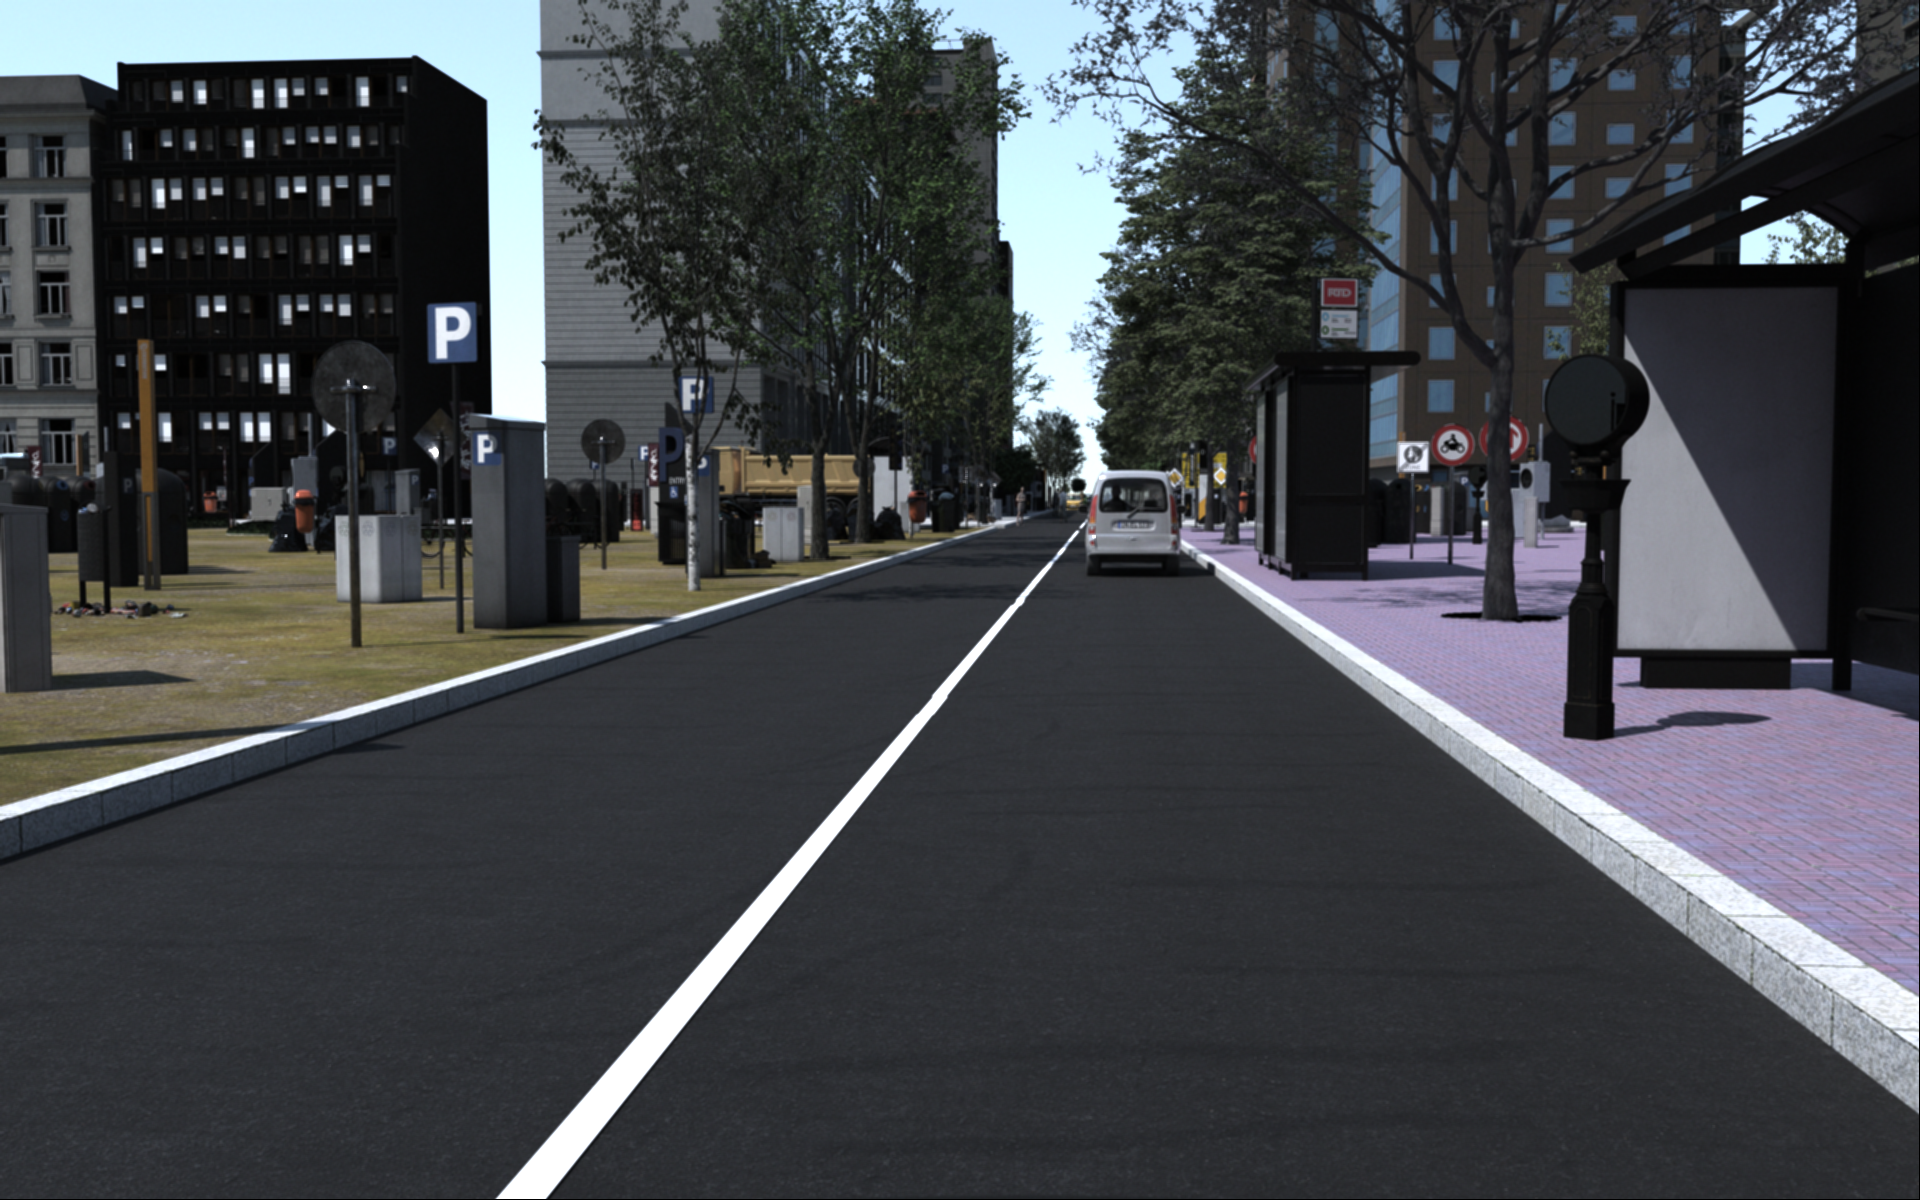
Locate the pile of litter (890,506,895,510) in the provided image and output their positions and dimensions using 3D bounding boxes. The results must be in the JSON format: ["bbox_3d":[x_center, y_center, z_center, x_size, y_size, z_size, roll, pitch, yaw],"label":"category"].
[{"bbox_3d":[-2.545,-2.825,60.160,1.176,0.858,1.719,-2,4,-28],"label":"pile of litter"}]

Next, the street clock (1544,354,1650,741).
[{"bbox_3d":[3.314,-0.275,9.067,0.358,2.002,0.471,-3,5,-42],"label":"street clock"}]

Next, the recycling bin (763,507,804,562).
[{"bbox_3d":[-3.353,-1.247,32.942,0.722,1.027,0.722,0,4,0],"label":"recycling bin"}]

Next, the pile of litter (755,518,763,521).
[{"bbox_3d":[-9.290,-4.323,84.650,1.719,0.858,1.176,-1,4,-18],"label":"pile of litter"}]

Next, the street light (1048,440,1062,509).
[{"bbox_3d":[8.139,-10.858,150.072,1.470,5.913,1.316,0,4,5],"label":"street light"}]

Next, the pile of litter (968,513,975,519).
[{"bbox_3d":[0.825,-4.616,89.439,1.719,0.858,1.176,-2,4,-27],"label":"pile of litter"}]

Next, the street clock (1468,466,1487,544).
[{"bbox_3d":[13.270,-2.434,44.373,0.471,2.002,0.358,2,4,34],"label":"street clock"}]

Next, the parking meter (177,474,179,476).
[{"bbox_3d":[-23.347,-2.789,51.316,0.399,1.863,0.255,-1,4,-16],"label":"parking meter"}]

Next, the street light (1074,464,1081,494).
[{"bbox_3d":[15.162,-15.925,232.920,1.470,5.913,1.316,0,4,5],"label":"street light"}]

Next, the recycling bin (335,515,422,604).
[{"bbox_3d":[-6.929,-0.496,20.661,0.722,1.027,0.722,2,4,25],"label":"recycling bin"}]

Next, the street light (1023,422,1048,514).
[{"bbox_3d":[4.762,-8.546,112.275,1.470,5.913,1.316,0,4,5],"label":"street light"}]

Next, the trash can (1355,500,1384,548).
[{"bbox_3d":[9.725,-1.813,41.298,0.748,1.137,0.748,0,3,0],"label":"trash can"}]

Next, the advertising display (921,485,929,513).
[{"bbox_3d":[-2.378,-6.959,118.997,0.123,1.923,0.974,2,4,27],"label":"advertising display"}]

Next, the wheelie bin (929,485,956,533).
[{"bbox_3d":[-0.574,-3.051,57.790,0.980,1.594,0.693,3,5,41],"label":"wheelie bin"}]

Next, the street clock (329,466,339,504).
[{"bbox_3d":[-16.101,-2.471,44.971,0.471,2.002,0.358,2,4,23],"label":"street clock"}]

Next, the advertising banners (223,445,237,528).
[{"bbox_3d":[-26.340,-4.054,62.472,0.090,3.025,2.074,-1,4,-12],"label":"advertising banners"}]

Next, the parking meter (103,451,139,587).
[{"bbox_3d":[-11.601,-1.116,23.963,0.255,1.863,0.399,1,4,12],"label":"parking meter"}]

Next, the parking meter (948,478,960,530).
[{"bbox_3d":[-0.209,-3.423,61.670,0.255,1.863,0.399,3,5,42],"label":"parking meter"}]

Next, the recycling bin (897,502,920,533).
[{"bbox_3d":[-1.727,-2.763,57.732,0.722,1.027,0.722,-1,4,-9],"label":"recycling bin"}]

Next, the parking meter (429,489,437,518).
[{"bbox_3d":[-25.726,-4.656,84.543,0.372,1.533,0.369,0,3,0],"label":"parking meter"}]

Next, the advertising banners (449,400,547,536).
[{"bbox_3d":[-8.835,-2.263,33.195,0.090,3.025,2.074,3,5,43],"label":"advertising banners"}]

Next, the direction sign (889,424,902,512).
[{"bbox_3d":[-2.105,-3.958,56.715,0.379,3.537,0.876,2,4,25],"label":"direction sign"}]

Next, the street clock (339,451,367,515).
[{"bbox_3d":[-10.116,-1.497,29.054,0.358,2.002,0.471,0,4,-6],"label":"street clock"}]

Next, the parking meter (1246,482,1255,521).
[{"bbox_3d":[13.855,-4.706,82.653,0.399,1.863,0.255,-3,4,-36],"label":"parking meter"}]

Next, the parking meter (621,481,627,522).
[{"bbox_3d":[-15.396,-4.507,79.392,0.255,1.863,0.399,-1,4,-12],"label":"parking meter"}]

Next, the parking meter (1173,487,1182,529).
[{"bbox_3d":[8.049,-3.419,64.314,0.372,1.533,0.369,0,3,0],"label":"parking meter"}]

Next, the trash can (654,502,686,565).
[{"bbox_3d":[-5.173,-1.210,31.436,0.748,1.137,0.748,0,3,0],"label":"trash can"}]

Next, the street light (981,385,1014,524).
[{"bbox_3d":[1.603,-6.193,73.793,1.470,5.913,1.316,0,4,5],"label":"street light"}]

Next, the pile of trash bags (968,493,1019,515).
[{"bbox_3d":[2.173,-5.861,105.587,3.447,1.369,1.912,0,4,5],"label":"pile of trash bags"}]

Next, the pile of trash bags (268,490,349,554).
[{"bbox_3d":[-14.443,-1.759,38.518,1.912,1.369,3.447,-1,4,-17],"label":"pile of trash bags"}]

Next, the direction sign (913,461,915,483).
[{"bbox_3d":[-3.333,-7.707,118.004,0.379,3.537,0.876,2,4,32],"label":"direction sign"}]

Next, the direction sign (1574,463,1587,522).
[{"bbox_3d":[28.201,-5.274,78.223,0.876,3.537,0.379,1,4,16],"label":"direction sign"}]

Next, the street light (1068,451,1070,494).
[{"bbox_3d":[11.351,-13.193,188.252,1.470,5.913,1.316,0,4,5],"label":"street light"}]

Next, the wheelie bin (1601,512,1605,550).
[{"bbox_3d":[14.804,-1.937,39.579,0.693,1.594,0.980,-1,4,-12],"label":"wheelie bin"}]

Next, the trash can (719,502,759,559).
[{"bbox_3d":[-4.017,-1.205,31.356,0.748,1.137,0.748,0,3,0],"label":"trash can"}]

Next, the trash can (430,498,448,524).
[{"bbox_3d":[-20.025,-3.357,66.544,0.748,1.137,0.748,0,3,0],"label":"trash can"}]

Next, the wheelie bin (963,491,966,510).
[{"bbox_3d":[0.065,-7.923,137.441,0.693,1.594,0.980,-3,5,-41],"label":"wheelie bin"}]

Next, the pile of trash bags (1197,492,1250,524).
[{"bbox_3d":[11.871,-4.098,76.756,1.912,1.369,3.447,-1,4,-18],"label":"pile of trash bags"}]

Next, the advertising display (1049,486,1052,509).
[{"bbox_3d":[7.555,-8.542,144.879,0.123,1.923,0.974,1,4,11],"label":"advertising display"}]

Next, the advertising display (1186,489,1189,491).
[{"bbox_3d":[19.149,-8.569,145.317,0.123,1.923,0.974,-3,5,-39],"label":"advertising display"}]

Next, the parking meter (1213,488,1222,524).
[{"bbox_3d":[10.878,-3.960,73.164,0.372,1.533,0.369,0,3,0],"label":"parking meter"}]

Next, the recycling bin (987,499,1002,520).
[{"bbox_3d":[1.628,-4.542,86.813,0.722,1.027,0.722,2,4,30],"label":"recycling bin"}]

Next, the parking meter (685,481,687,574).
[{"bbox_3d":[-4.250,-1.196,27.967,0.372,1.533,0.369,0,3,0],"label":"parking meter"}]

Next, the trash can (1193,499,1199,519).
[{"bbox_3d":[14.017,-5.459,100.908,0.748,1.137,0.748,0,3,0],"label":"trash can"}]

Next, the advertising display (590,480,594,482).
[{"bbox_3d":[-15.986,-4.392,77.017,0.974,1.923,0.123,-3,5,-39],"label":"advertising display"}]

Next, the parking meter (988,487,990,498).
[{"bbox_3d":[2.233,-7.412,126.893,0.255,1.863,0.399,3,5,40],"label":"parking meter"}]

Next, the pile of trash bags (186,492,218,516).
[{"bbox_3d":[-35.118,-4.181,78.119,3.447,1.369,1.912,0,4,5],"label":"pile of trash bags"}]

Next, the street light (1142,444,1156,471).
[{"bbox_3d":[11.876,-8.399,109.869,1.470,5.913,1.316,0,4,5],"label":"street light"}]

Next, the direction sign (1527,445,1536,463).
[{"bbox_3d":[26.446,-5.345,79.389,0.876,3.537,0.379,1,4,19],"label":"direction sign"}]

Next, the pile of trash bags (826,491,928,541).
[{"bbox_3d":[-2.268,-2.388,48.793,3.447,1.369,1.912,-3,5,-43],"label":"pile of trash bags"}]
